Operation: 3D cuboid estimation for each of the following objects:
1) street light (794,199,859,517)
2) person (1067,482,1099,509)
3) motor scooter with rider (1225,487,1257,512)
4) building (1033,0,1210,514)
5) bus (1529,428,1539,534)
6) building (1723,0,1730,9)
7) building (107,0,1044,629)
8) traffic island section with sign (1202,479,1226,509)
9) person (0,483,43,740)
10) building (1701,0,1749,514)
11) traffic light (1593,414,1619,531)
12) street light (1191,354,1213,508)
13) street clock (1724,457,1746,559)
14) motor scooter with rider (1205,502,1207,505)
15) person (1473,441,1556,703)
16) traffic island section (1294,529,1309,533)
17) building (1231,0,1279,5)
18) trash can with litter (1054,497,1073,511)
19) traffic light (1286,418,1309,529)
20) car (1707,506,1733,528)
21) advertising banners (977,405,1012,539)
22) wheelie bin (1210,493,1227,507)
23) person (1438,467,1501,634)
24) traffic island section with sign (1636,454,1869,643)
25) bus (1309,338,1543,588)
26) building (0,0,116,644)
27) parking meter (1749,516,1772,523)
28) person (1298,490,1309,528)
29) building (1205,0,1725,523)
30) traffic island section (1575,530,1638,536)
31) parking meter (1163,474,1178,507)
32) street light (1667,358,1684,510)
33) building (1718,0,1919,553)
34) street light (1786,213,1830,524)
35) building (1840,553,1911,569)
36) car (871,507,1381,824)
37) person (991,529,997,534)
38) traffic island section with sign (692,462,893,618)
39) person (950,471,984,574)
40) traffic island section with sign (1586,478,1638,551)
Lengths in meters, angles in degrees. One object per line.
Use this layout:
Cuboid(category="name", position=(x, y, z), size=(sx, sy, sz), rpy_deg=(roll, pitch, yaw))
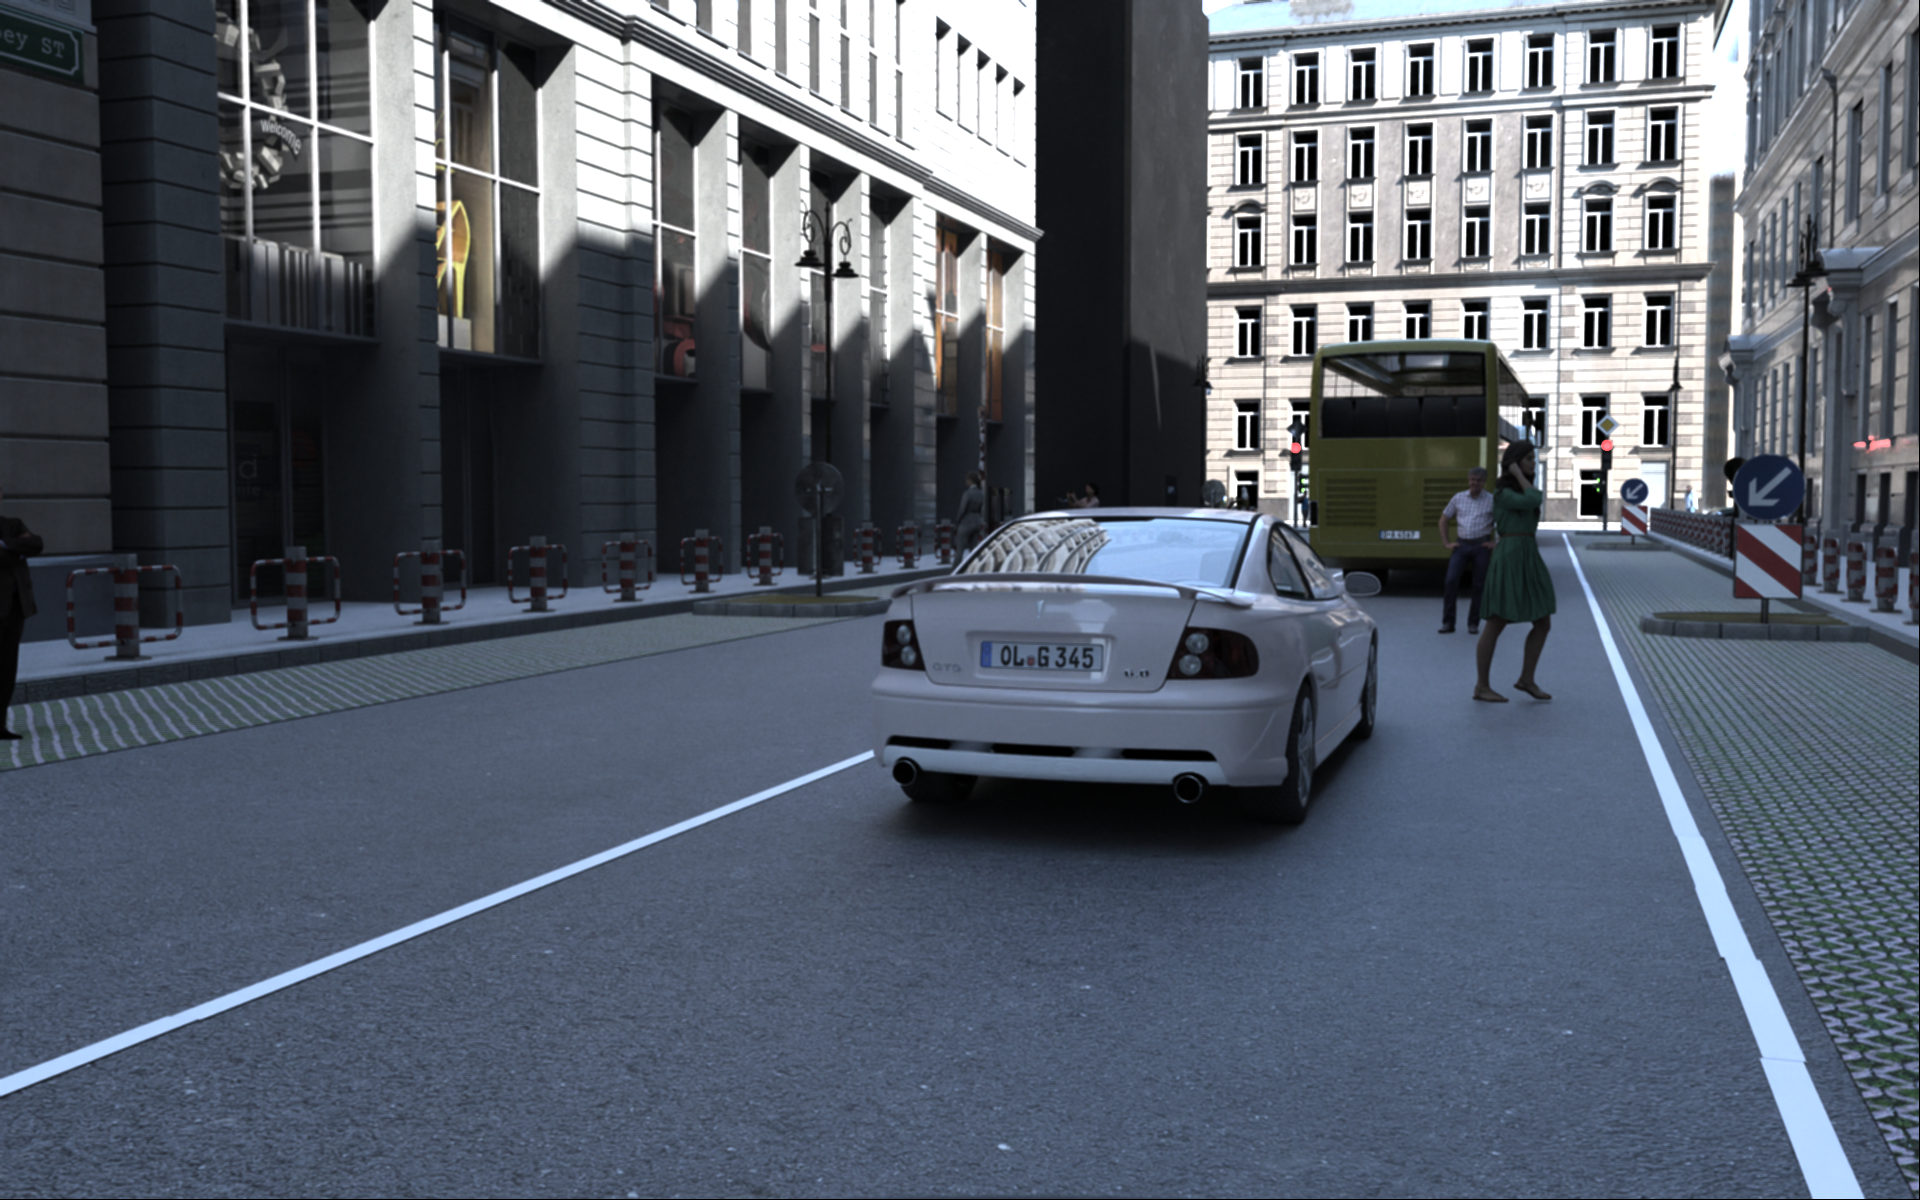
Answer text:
Cuboid(category="street light", position=(-2.091, -3.346, 27.502), size=(0.468, 5.910, 1.993), rpy_deg=(1, 4, 19))
Cuboid(category="person", position=(2.174, -1.264, 30.628), size=(0.566, 1.644, 0.517), rpy_deg=(0, 4, 7))
Cuboid(category="motor scooter with rider", position=(12.313, -4.137, 76.601), size=(1.986, 1.779, 0.876), rpy_deg=(1, 4, 21))
Cuboid(category="building", position=(-0.365, -14.107, 60.326), size=(15.834, 23.373, 12.332), rpy_deg=(1, 4, 19))
Cuboid(category="bus", position=(16.279, -3.564, 53.131), size=(2.948, 3.499, 13.247), rpy_deg=(1, 4, 17))
Cuboid(category="building", position=(72.033, -32.865, 161.041), size=(21.300, 48.544, 21.600), rpy_deg=(1, 4, 19))
Cuboid(category="building", position=(-7.919, -15.518, 31.219), size=(11.434, 29.767, 29.804), rpy_deg=(1, 4, 19))
Cuboid(category="traffic island section with sign", position=(6.763, -2.314, 46.457), size=(1.989, 1.847, 2.006), rpy_deg=(1, 4, 19))
Cuboid(category="person", position=(-5.544, 0.047, 10.006), size=(0.388, 1.546, 0.482), rpy_deg=(2, 4, 28))
Cuboid(category="building", position=(52.320, -16.712, 77.760), size=(34.151, 26.468, 19.350), rpy_deg=(1, 4, 19))
Cuboid(category="traffic light", position=(22.601, -4.386, 60.624), size=(0.839, 4.253, 0.868), rpy_deg=(1, 4, 19))
Cuboid(category="street light", position=(8.002, -5.162, 57.184), size=(0.468, 5.910, 1.993), rpy_deg=(1, 4, 19))
Cuboid(category="street clock", position=(15.362, -1.818, 34.287), size=(0.471, 2.002, 0.358), rpy_deg=(2, 4, 26))
Cuboid(category="motor scooter with rider", position=(9.469, -3.701, 69.476), size=(1.986, 1.779, 0.876), rpy_deg=(1, 4, 18))
Cuboid(category="person", position=(3.827, -0.196, 11.948), size=(0.529, 1.795, 0.600), rpy_deg=(2, 4, 34))
Cuboid(category="traffic island section", position=(12.416, -2.563, 64.185), size=(2.009, 0.180, 2.903), rpy_deg=(1, 4, 19))
Cuboid(category="building", position=(40.987, -45.765, 186.515), size=(20.563, 71.187, 20.611), rpy_deg=(1, 4, 19))
Cuboid(category="trash can with litter", position=(2.438, -2.227, 47.471), size=(2.233, 1.210, 1.678), rpy_deg=(-1, 4, -13))
Cuboid(category="traffic light", position=(12.450, -4.594, 64.038), size=(0.839, 4.253, 0.868), rpy_deg=(1, 4, 19))
Cuboid(category="car", position=(30.413, -3.407, 65.495), size=(4.222, 1.686, 2.009), rpy_deg=(1, 4, 19))
Cuboid(category="advertising banners", position=(0.686, -2.375, 35.018), size=(0.090, 3.025, 2.074), rpy_deg=(1, 4, 20))
Cuboid(category="wheelie bin", position=(11.962, -4.423, 80.227), size=(0.980, 1.594, 0.693), rpy_deg=(3, 4, 36))
Cuboid(category="person", position=(5.263, -0.512, 17.808), size=(0.756, 1.711, 0.436), rpy_deg=(3, 4, 36))
Cuboid(category="traffic island section with sign", position=(8.088, -0.560, 17.792), size=(1.989, 1.847, 2.006), rpy_deg=(1, 4, 19))
Cuboid(category="bus", position=(8.146, -2.314, 29.376), size=(2.896, 3.916, 12.252), rpy_deg=(1, 4, 20))
Cuboid(category="building", position=(-16.683, -13.578, 7.909), size=(13.634, 28.700, 20.117), rpy_deg=(1, 4, 19))
Cuboid(category="parking meter", position=(14.883, -1.618, 32.173), size=(0.255, 1.863, 0.399), rpy_deg=(-1, 4, -12))
Cuboid(category="person", position=(13.787, -3.609, 69.380), size=(0.662, 1.594, 0.647), rpy_deg=(3, 5, 44))
Cuboid(category="building", position=(22.437, -17.493, 83.281), size=(25.104, 27.353, 12.463), rpy_deg=(1, 4, 19))
Cuboid(category="traffic island section", position=(22.635, -2.351, 60.726), size=(2.009, 0.180, 2.903), rpy_deg=(1, 4, 19))
Cuboid(category="parking meter", position=(6.164, -2.760, 50.843), size=(0.399, 1.863, 0.255), rpy_deg=(-1, 4, -11))
Cuboid(category="street light", position=(24.248, -5.263, 58.833), size=(0.468, 5.910, 1.993), rpy_deg=(1, 4, 19))
Cuboid(category="building", position=(28.843, -15.933, 46.412), size=(13.634, 28.700, 20.117), rpy_deg=(1, 4, 19))
Cuboid(category="street light", position=(14.013, -3.423, 28.755), size=(0.468, 5.910, 1.993), rpy_deg=(1, 4, 19))
Cuboid(category="building", position=(22.056, -14.733, 26.791), size=(13.634, 28.700, 20.117), rpy_deg=(1, 4, 19))
Cuboid(category="car", position=(1.084, 0.200, 9.090), size=(2.083, 1.381, 4.827), rpy_deg=(1, 4, 19))
Cuboid(category="person", position=(0.773, -0.736, 28.460), size=(0.695, 0.859, 0.347), rpy_deg=(-3, 5, -41))
Cuboid(category="traffic island section with sign", position=(-1.897, -0.752, 20.925), size=(1.989, 1.847, 2.006), rpy_deg=(1, 4, 19))
Cuboid(category="person", position=(0.059, -1.142, 27.442), size=(0.573, 1.790, 0.520), rpy_deg=(1, 4, 22))
Cuboid(category="traffic island section with sign", position=(17.086, -2.181, 44.289), size=(1.989, 1.847, 2.006), rpy_deg=(1, 4, 19))
